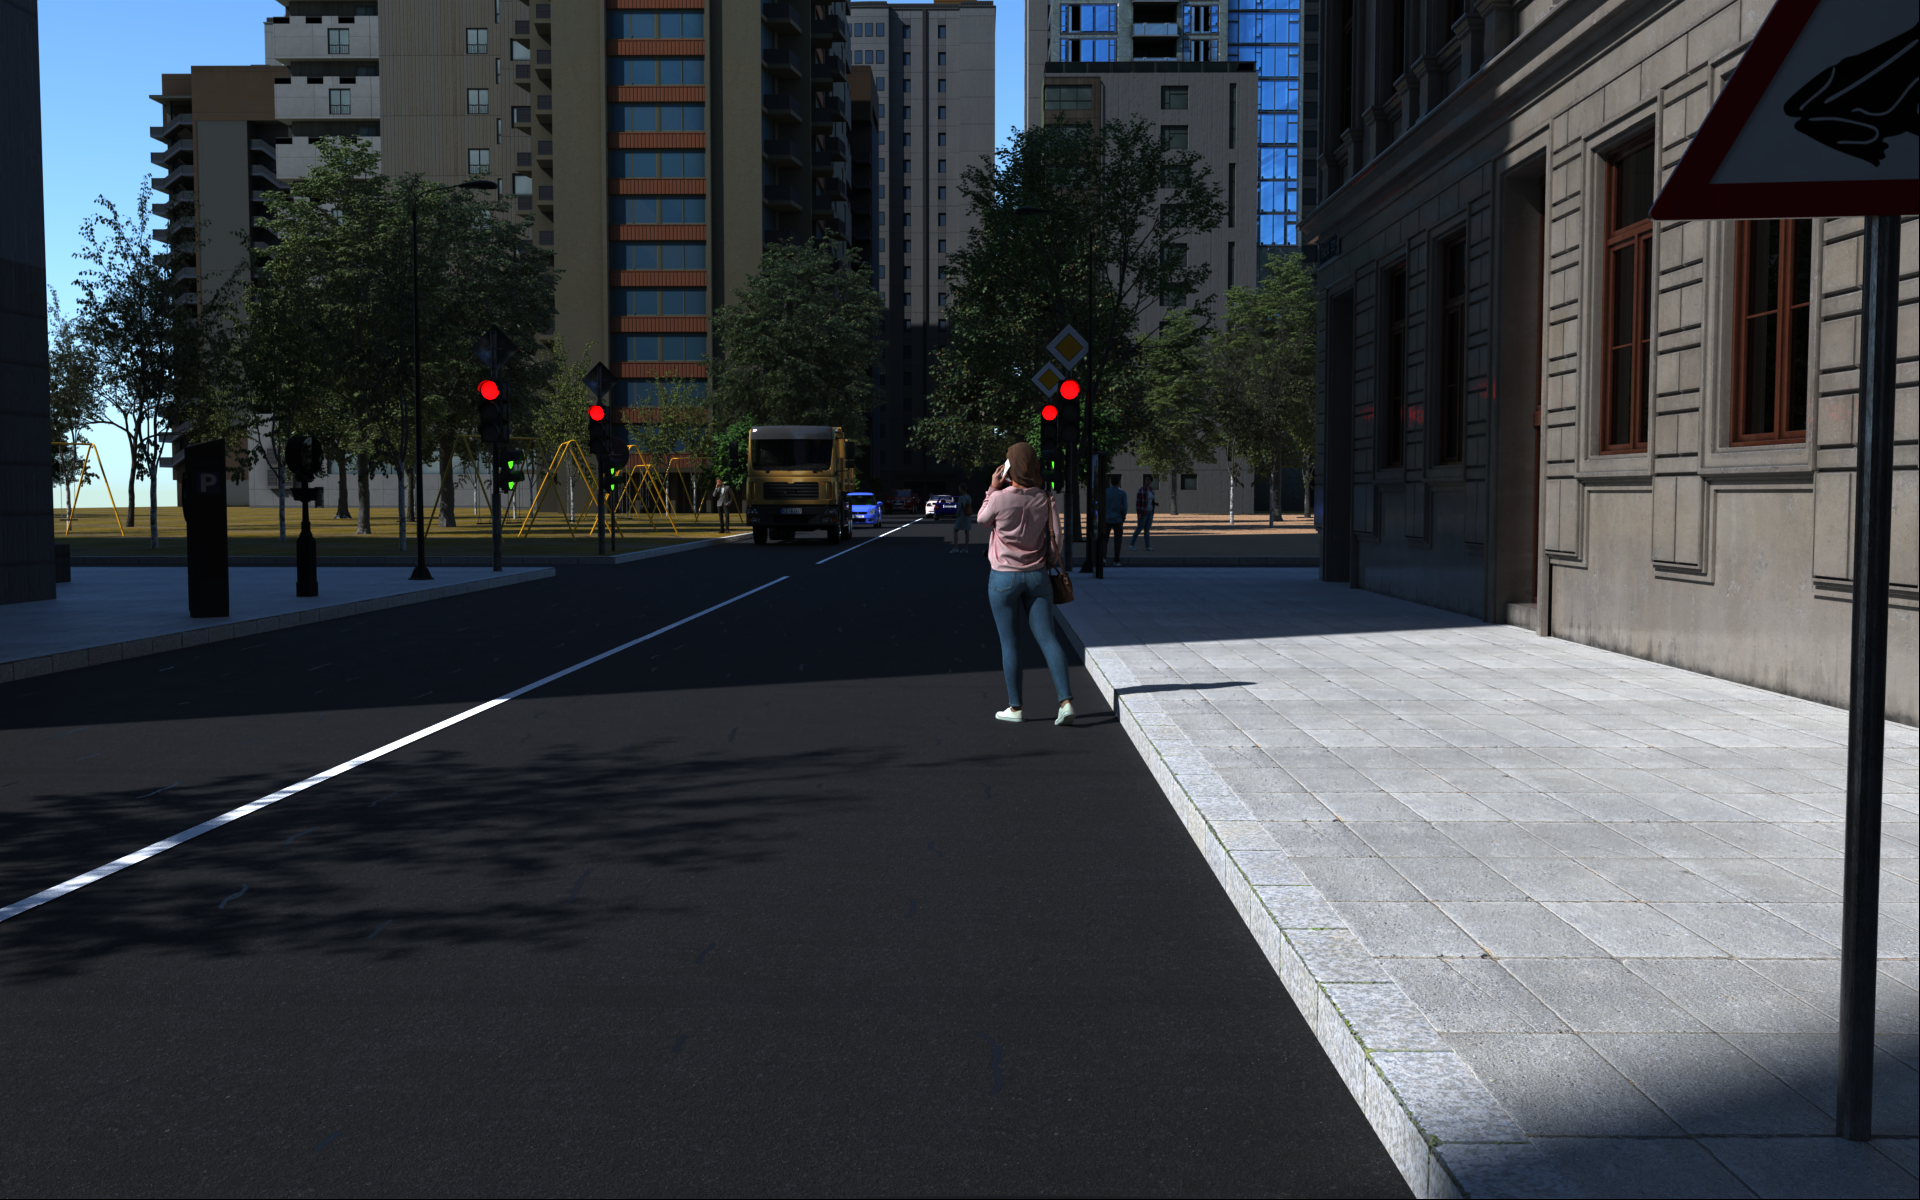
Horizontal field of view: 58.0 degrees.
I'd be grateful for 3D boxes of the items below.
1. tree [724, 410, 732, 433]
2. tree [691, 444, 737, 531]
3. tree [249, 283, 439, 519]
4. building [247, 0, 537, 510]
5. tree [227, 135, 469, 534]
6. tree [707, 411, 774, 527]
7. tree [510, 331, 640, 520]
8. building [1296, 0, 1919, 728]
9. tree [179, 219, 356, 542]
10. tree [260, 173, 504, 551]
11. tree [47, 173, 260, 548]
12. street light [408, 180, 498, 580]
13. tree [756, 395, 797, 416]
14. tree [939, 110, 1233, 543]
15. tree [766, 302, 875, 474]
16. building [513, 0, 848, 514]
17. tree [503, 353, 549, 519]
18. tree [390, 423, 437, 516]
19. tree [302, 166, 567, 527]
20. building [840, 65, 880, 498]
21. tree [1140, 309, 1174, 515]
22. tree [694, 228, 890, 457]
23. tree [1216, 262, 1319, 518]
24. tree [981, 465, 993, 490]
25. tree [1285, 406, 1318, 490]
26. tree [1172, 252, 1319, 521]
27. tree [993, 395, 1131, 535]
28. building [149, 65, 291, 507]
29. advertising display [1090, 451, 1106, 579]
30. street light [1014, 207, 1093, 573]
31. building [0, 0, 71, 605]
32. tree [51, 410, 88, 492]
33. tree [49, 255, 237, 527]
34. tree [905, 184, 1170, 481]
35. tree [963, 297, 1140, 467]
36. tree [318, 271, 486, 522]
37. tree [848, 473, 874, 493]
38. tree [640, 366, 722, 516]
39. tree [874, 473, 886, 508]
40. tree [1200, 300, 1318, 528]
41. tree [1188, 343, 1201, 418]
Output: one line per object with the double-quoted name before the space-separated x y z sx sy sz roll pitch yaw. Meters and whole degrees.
"tree" -16.324 -9.638 107.943 4.737 8.622 4.395 0 3 0
"tree" -8.345 -4.056 60.911 1.663 3.219 1.824 0 3 0
"tree" -32.496 -10.641 90.982 9.611 12.733 9.660 0 3 0
"building" -51.595 -35.627 171.740 27.495 52.752 28.713 0 4 1
"tree" -19.503 -8.414 55.697 7.486 12.596 7.792 0 3 0
"tree" -8.441 -5.217 69.013 4.285 4.588 4.351 0 3 0
"tree" -17.477 -7.790 77.721 4.737 8.622 4.395 0 3 0
"building" 10.277 -10.982 15.717 11.583 22.565 21.152 0 4 1
"tree" -18.408 -5.899 46.806 4.737 8.622 4.395 0 3 0
"tree" -12.893 -5.423 39.025 4.360 8.622 3.978 0 3 0
"tree" -18.904 -5.536 40.874 4.360 8.622 3.978 0 3 0
"street light" -7.547 -3.258 25.806 1.470 5.913 1.316 0 4 1
"tree" -11.109 -9.733 109.505 4.737 8.622 4.395 0 3 0
"tree" 3.184 -7.354 45.995 9.928 11.665 9.643 0 3 0
"tree" -8.169 -11.170 100.762 7.486 12.596 7.792 0 3 0
"building" -19.791 -28.822 125.866 22.147 44.769 28.867 0 4 1
"tree" -22.786 -8.405 87.777 4.360 8.622 3.978 0 3 0
"tree" -32.357 -9.260 101.761 4.737 8.622 4.395 0 3 0
"tree" -20.001 -9.792 66.755 9.857 13.997 8.962 0 3 0
"building" -15.809 -32.323 178.594 14.200 45.320 14.600 0 4 1
"tree" 13.094 -11.460 105.501 7.486 12.596 7.792 0 3 0
"tree" -8.012 -10.812 83.423 9.857 13.997 8.962 0 3 0
"tree" 18.583 -11.151 92.687 12.009 13.543 11.850 0 3 0
"tree" 3.659 -11.316 168.733 4.285 4.588 4.351 0 3 0
"tree" 20.959 -9.367 103.505 4.737 8.622 4.395 0 3 0
"tree" 14.976 -9.978 81.270 7.486 12.596 7.792 0 3 0
"tree" 3.683 -4.328 54.471 4.285 4.588 4.351 0 3 0
"building" -72.809 -32.331 178.719 14.200 45.320 14.600 0 4 1
"advertising display" 2.113 -1.302 26.502 0.123 1.923 0.974 0 4 -2
"street light" 1.576 -3.401 28.155 1.470 5.913 1.316 0 4 1
"building" -25.104 -28.934 15.074 28.212 58.520 21.231 0 4 1
"tree" -56.687 -8.322 98.978 20.602 7.101 11.467 3 5 44
"tree" -32.071 -8.128 67.303 7.601 10.594 8.767 0 4 -1
"tree" 2.814 -8.907 62.638 9.611 12.733 9.660 0 3 0
"tree" 3.361 -9.684 76.468 7.486 12.596 7.792 0 3 0
"tree" -25.376 -9.406 79.545 9.928 11.665 9.643 0 3 0
"tree" -7.263 -7.594 118.762 1.663 3.219 1.824 0 3 0
"tree" -17.004 -9.096 99.087 4.737 8.622 4.395 0 3 0
"tree" -7.573 -10.143 160.446 1.663 3.219 1.824 0 3 0
"tree" 11.491 -7.013 65.018 4.360 8.622 3.978 0 3 0
"tree" 11.617 -7.456 72.263 4.360 8.622 3.978 0 3 0
